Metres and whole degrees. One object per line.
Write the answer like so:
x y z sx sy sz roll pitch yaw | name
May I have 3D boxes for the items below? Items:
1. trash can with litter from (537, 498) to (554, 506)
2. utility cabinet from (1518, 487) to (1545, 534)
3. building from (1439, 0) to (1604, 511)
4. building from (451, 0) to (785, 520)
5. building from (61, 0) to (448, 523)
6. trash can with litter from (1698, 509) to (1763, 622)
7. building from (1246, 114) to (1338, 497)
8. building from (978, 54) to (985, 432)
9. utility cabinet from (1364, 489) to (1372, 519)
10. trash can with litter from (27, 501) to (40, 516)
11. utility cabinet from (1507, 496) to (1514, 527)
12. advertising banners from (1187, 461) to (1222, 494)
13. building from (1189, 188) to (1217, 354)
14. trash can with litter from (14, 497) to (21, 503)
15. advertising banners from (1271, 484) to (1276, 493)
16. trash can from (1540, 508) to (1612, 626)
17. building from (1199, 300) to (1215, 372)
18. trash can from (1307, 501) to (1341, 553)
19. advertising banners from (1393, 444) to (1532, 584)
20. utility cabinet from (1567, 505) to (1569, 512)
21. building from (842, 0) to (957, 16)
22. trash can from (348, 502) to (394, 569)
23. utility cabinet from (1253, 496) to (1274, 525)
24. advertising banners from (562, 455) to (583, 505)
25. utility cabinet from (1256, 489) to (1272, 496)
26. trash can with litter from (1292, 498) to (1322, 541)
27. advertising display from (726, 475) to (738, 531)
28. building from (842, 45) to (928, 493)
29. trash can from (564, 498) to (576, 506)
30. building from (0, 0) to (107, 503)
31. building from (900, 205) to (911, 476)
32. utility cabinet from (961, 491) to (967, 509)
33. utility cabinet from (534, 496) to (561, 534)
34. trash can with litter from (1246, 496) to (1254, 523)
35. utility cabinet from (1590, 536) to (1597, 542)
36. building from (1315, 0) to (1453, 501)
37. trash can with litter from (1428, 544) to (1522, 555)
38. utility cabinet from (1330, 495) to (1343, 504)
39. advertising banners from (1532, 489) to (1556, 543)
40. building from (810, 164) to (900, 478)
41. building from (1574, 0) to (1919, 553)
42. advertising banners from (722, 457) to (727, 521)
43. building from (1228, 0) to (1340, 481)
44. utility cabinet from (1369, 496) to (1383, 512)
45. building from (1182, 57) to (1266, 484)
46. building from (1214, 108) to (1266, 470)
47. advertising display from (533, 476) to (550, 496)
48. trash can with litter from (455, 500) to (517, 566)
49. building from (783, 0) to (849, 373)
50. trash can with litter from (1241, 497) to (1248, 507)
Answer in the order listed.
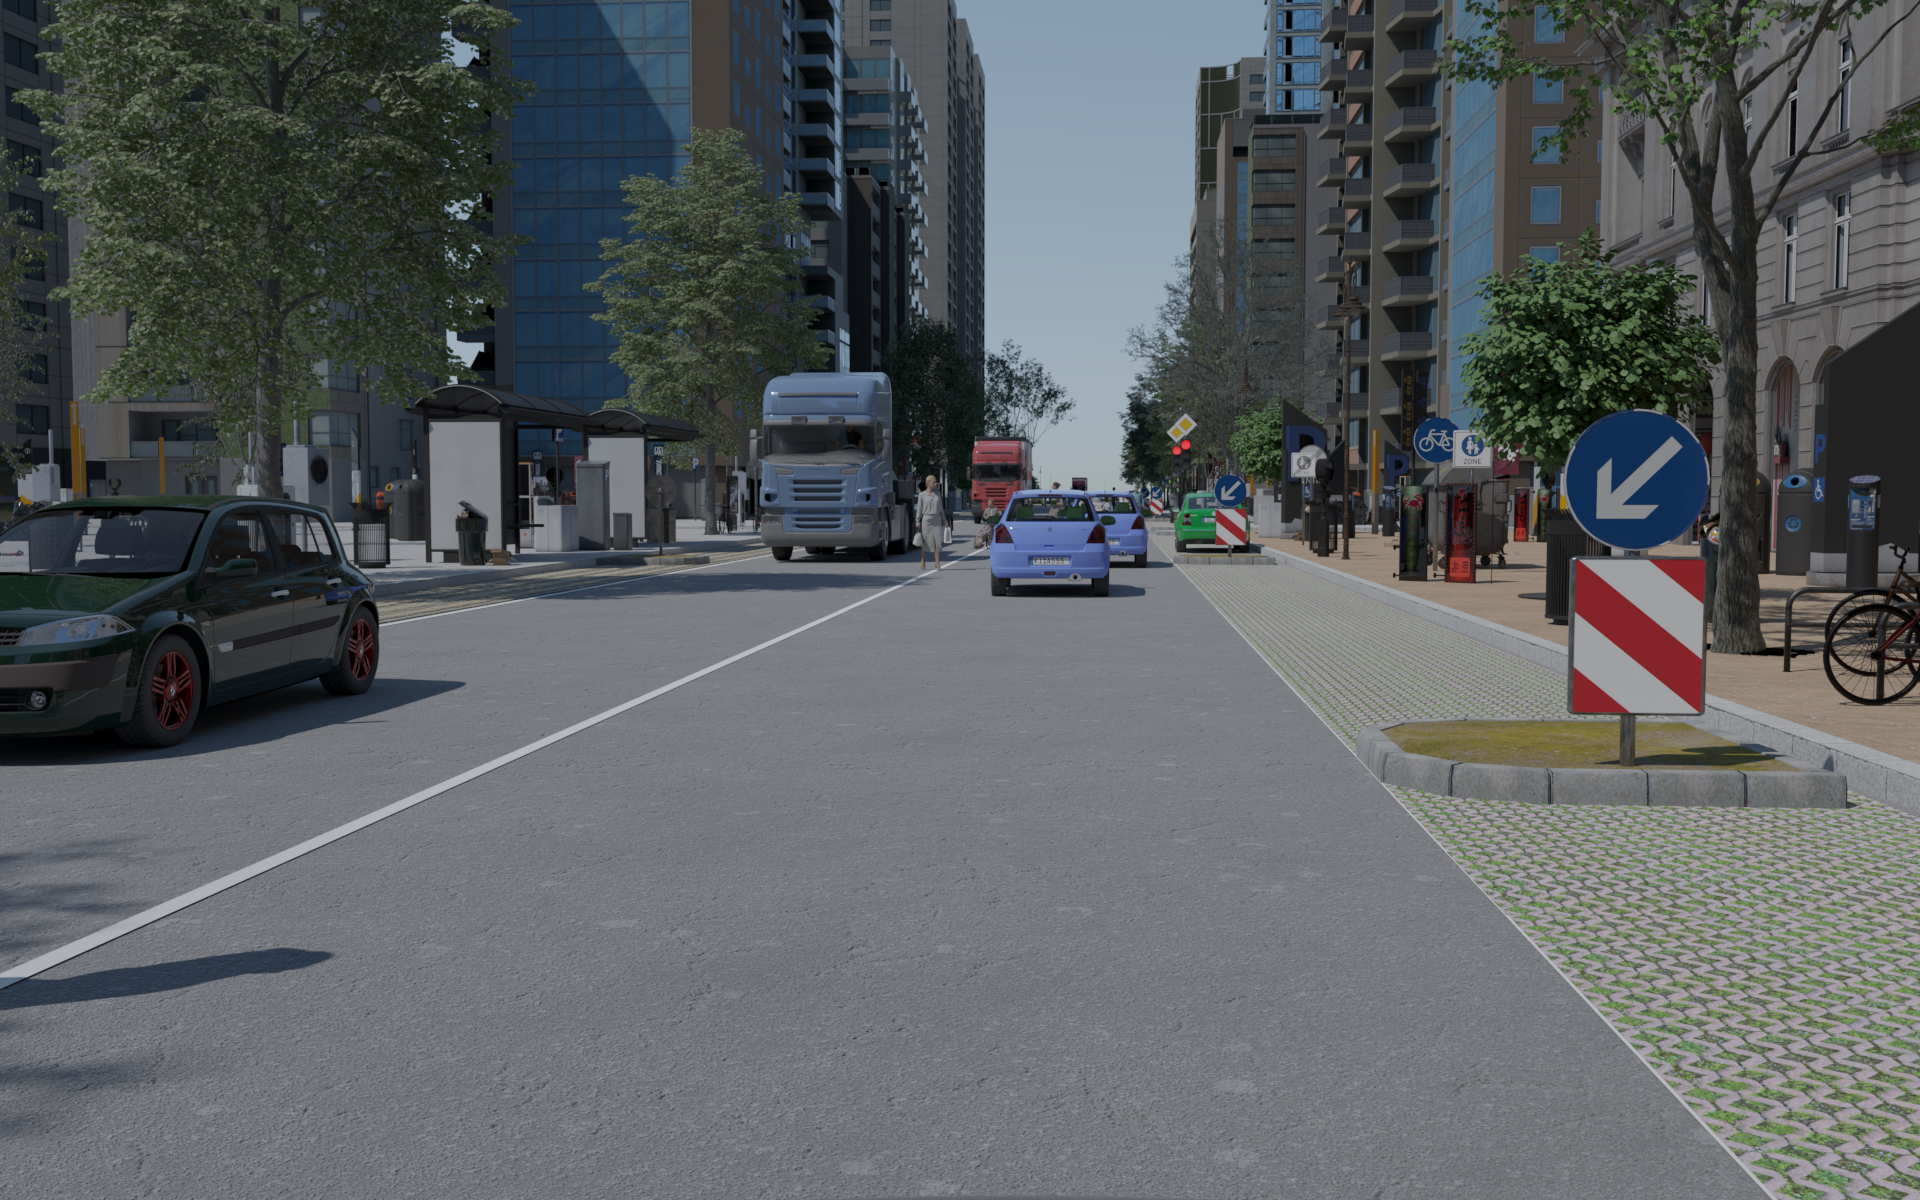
-11.606 -2.312 49.191 0.624 1.170 1.055 -2 4 -35 | trash can with litter
18.178 -2.830 54.956 1.173 1.500 0.318 -1 4 -18 | utility cabinet
30.684 -26.231 78.987 14.200 45.320 14.600 0 4 5 | building
-17.549 -27.045 92.298 14.600 45.320 14.200 0 4 5 | building
-34.182 -24.459 83.493 14.086 41.232 14.154 0 4 5 | building
7.585 -0.371 17.450 0.624 1.170 1.055 0 4 -7 | trash can with litter
29.206 -22.197 134.620 14.160 30.474 14.107 0 4 5 | building
-6.234 -50.686 266.968 20.563 71.187 20.611 0 4 5 | building
18.774 -4.344 79.711 0.318 1.500 1.173 1 4 8 | utility cabinet
-19.864 -1.522 35.949 2.233 1.210 1.678 -3 5 -40 | trash can with litter
21.339 -3.475 67.979 0.306 1.237 1.020 -1 4 -17 | utility cabinet
13.043 -5.893 92.535 2.074 3.025 0.090 -1 4 -19 | advertising banners
46.738 -39.434 268.447 21.300 48.544 21.600 0 4 5 | building
-41.863 -3.992 76.654 1.055 1.170 0.624 1 4 21 | trash can with litter
17.007 -6.066 95.371 0.090 3.025 2.074 3 5 43 | advertising banners
6.074 -0.327 17.008 0.748 1.137 0.748 0 3 0 | trash can
41.592 -29.307 250.872 14.160 30.474 14.107 0 4 5 | building
7.890 -1.585 37.575 0.748 1.137 0.748 0 3 0 | trash can
7.181 -1.755 24.878 2.074 3.025 0.090 3 5 44 | advertising banners
19.554 -2.642 54.351 0.306 1.237 1.020 -3 4 -37 | utility cabinet
-8.815 -49.437 246.541 20.563 71.187 20.611 0 4 5 | building
-10.168 -1.118 29.928 0.748 1.137 0.748 0 3 0 | trash can
12.615 -3.679 71.317 1.020 1.237 0.306 1 4 15 | utility cabinet
-17.970 -5.061 78.935 2.074 3.025 0.090 2 4 27 | advertising banners
12.951 -3.980 73.750 0.318 1.500 1.173 2 4 28 | utility cabinet
9.396 -2.184 47.103 0.624 1.170 1.055 -2 4 -24 | trash can with litter
-7.892 -3.357 60.102 0.123 1.923 0.974 1 4 10 | advertising display
-15.408 -34.845 189.326 23.786 49.044 30.456 0 4 5 | building
-15.566 -3.546 69.629 0.748 1.137 0.748 0 3 0 | trash can
-59.064 -39.806 89.082 20.611 71.187 20.563 0 4 5 | building
-12.518 -24.172 166.919 14.160 30.474 14.107 0 4 5 | building
0.335 -8.254 143.637 0.318 1.500 1.173 -1 4 -13 | utility cabinet
-13.468 -2.766 56.390 0.306 1.237 1.020 2 4 30 | utility cabinet
12.692 -4.081 77.786 2.233 1.210 1.678 0 4 -7 | trash can with litter
17.074 -2.180 46.804 0.306 1.237 1.020 3 5 42 | utility cabinet
33.174 -27.437 103.224 22.147 44.769 28.867 0 4 5 | building
10.840 -1.589 37.043 2.233 1.210 1.678 1 4 23 | trash can with litter
17.910 -4.421 83.439 1.020 1.237 0.306 -1 4 -15 | utility cabinet
15.042 -3.064 46.279 0.090 3.025 2.074 -2 4 -32 | advertising banners
-13.457 -23.313 152.866 14.160 30.474 14.107 0 4 5 | building
23.563 -12.032 38.516 13.314 21.916 24.055 0 4 5 | building
-10.954 -5.175 80.801 0.090 3.025 2.074 0 4 -2 | advertising banners
39.891 -52.893 177.477 22.319 86.520 31.000 0 4 5 | building
18.066 -3.871 74.452 1.020 1.237 0.306 -2 4 -29 | utility cabinet
47.560 -52.023 288.829 20.563 71.187 20.611 0 4 5 | building
37.177 -33.739 201.750 14.600 45.320 14.200 0 4 5 | building
-14.968 -3.441 61.471 0.123 1.923 0.974 3 4 38 | advertising display
-8.530 -1.210 31.174 1.055 1.170 0.624 0 4 -2 | trash can with litter
-19.300 -49.491 121.845 22.319 86.520 31.000 0 4 5 | building
14.853 -4.910 91.672 0.624 1.170 1.055 -1 4 -9 | trash can with litter
